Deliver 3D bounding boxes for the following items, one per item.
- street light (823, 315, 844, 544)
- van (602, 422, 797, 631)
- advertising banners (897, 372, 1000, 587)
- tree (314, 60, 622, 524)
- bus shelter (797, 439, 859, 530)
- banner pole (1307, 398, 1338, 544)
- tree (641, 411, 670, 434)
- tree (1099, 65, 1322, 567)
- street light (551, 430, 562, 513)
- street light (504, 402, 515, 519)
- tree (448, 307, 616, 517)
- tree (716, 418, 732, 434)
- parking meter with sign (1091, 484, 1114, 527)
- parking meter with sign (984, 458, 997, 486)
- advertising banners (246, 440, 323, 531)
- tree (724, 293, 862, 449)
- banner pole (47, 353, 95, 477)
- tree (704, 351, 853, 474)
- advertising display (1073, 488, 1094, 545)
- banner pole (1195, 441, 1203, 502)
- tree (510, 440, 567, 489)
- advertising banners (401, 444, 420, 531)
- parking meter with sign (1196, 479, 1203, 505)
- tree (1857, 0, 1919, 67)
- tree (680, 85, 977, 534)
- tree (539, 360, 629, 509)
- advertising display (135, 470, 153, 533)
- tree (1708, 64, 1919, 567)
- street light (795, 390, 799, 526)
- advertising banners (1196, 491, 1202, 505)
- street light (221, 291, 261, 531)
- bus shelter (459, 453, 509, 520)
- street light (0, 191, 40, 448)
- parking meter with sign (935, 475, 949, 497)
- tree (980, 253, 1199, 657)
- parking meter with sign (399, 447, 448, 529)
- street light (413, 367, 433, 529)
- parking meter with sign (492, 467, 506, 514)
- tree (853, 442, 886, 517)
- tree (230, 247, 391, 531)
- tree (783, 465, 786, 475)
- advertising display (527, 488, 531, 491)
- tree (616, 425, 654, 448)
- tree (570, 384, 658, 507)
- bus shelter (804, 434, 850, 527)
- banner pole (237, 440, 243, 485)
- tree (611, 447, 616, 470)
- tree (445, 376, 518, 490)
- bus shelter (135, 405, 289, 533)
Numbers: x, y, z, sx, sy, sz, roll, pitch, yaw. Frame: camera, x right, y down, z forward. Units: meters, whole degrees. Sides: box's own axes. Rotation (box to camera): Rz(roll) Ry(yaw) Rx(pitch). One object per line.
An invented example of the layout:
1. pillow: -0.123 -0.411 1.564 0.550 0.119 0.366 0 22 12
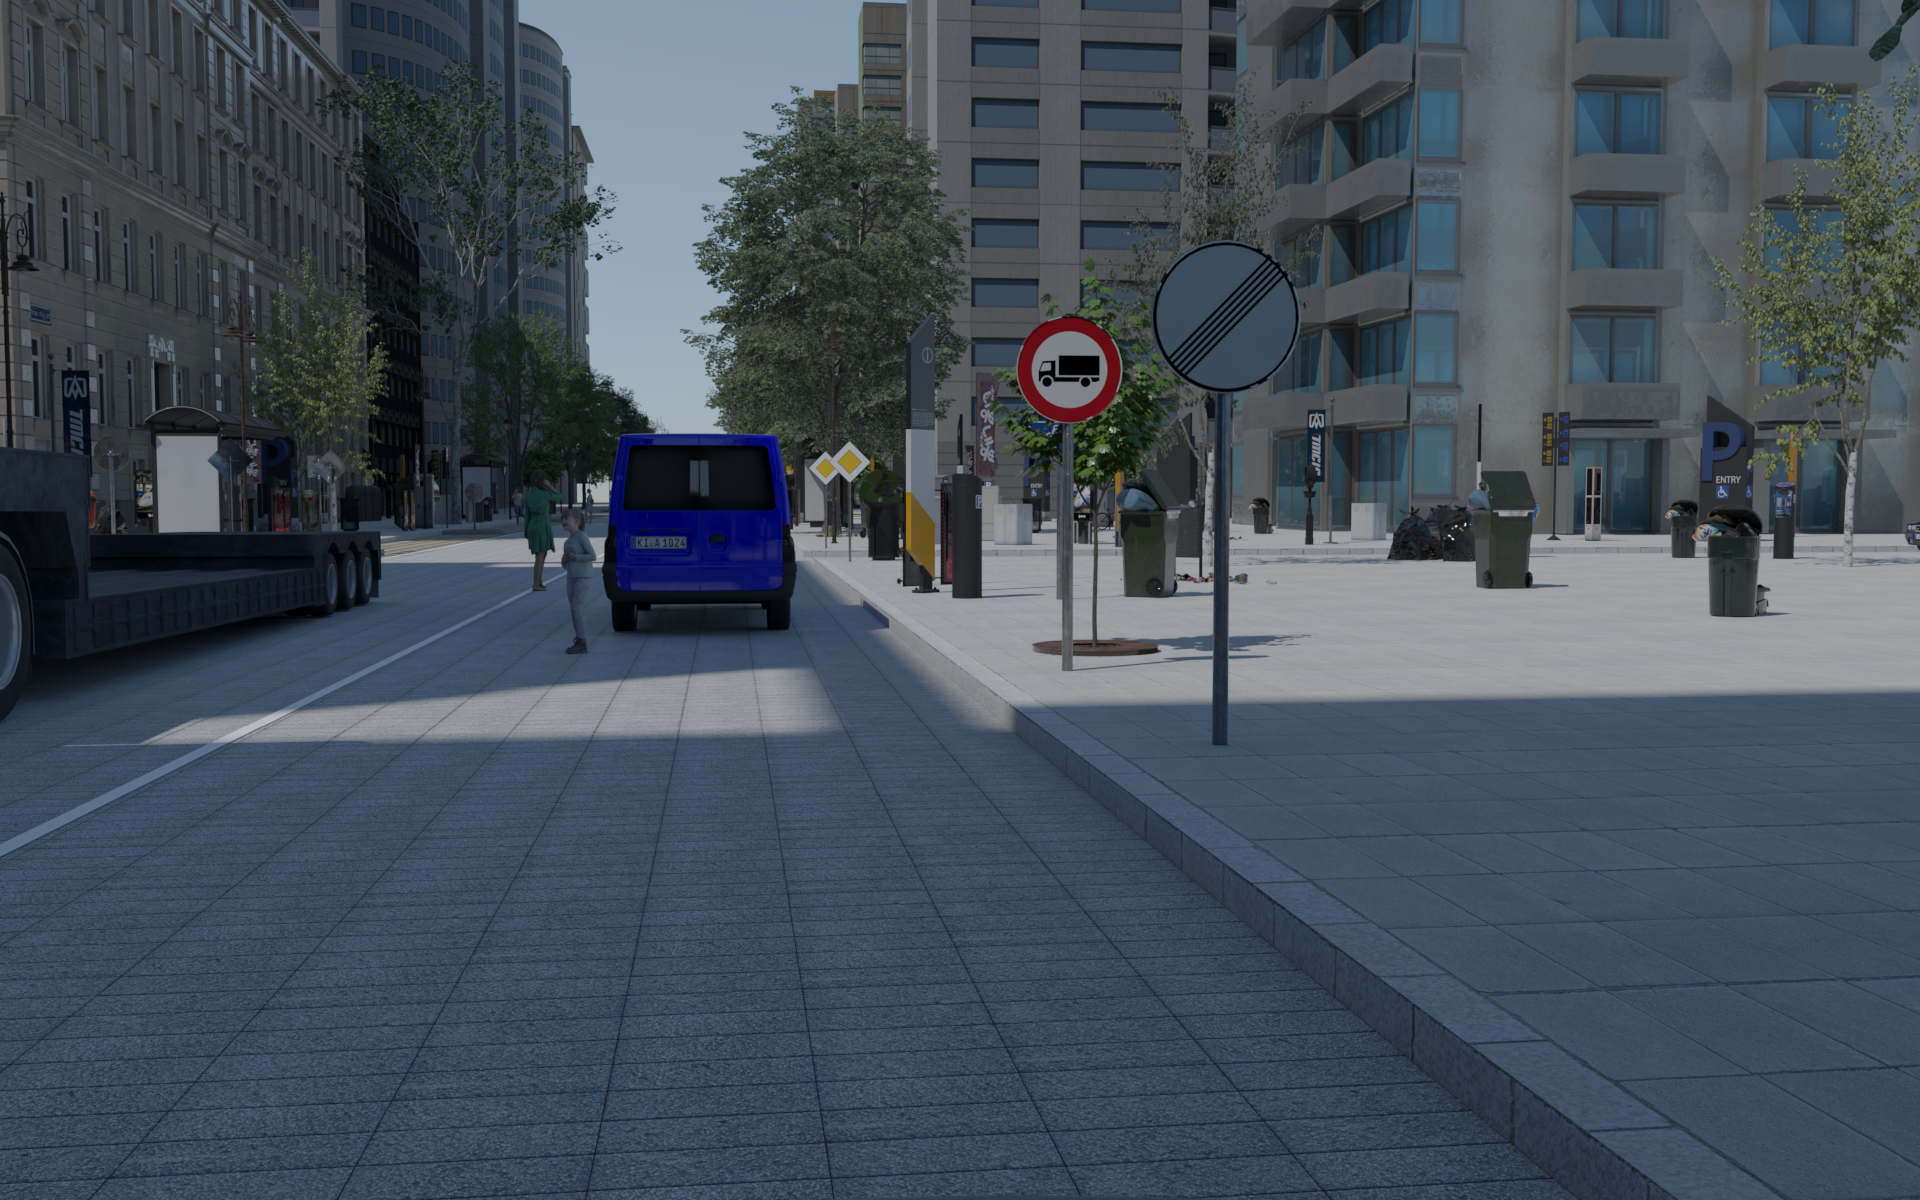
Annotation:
1. street light: -3.268 -4.406 44.819 0.468 5.910 1.993 0 4 -8
2. van: -2.934 -0.944 19.812 2.240 2.365 5.245 0 4 -8
3. advertising banners: -0.119 -1.736 24.566 0.090 3.025 2.074 3 5 44
4. tree: -20.569 -13.343 74.045 12.611 20.169 13.585 0 3 0
5. bus shelter: -4.889 -4.282 63.939 2.014 3.302 5.546 0 4 -8
6. banner pole: 9.424 -3.366 45.054 0.863 3.779 0.401 1 4 14
7. tree: -46.533 -21.160 256.335 12.009 13.543 11.850 0 3 0
8. tree: 4.401 -4.907 30.600 4.360 8.622 3.978 0 3 0
9. street light: -25.866 -8.420 110.451 0.468 5.910 1.993 0 4 -8
10. street light: -22.712 -7.004 87.297 0.468 5.910 1.993 0 4 -8
11. tree: -24.688 -10.472 96.973 9.928 11.665 9.643 0 3 0
12. tree: -20.300 -16.482 179.847 12.009 13.543 11.850 0 3 0
13. parking meter with sign: 5.594 -4.321 66.906 0.543 3.016 1.738 -3 4 -38
14. parking meter with sign: 1.376 -5.261 82.278 0.543 3.016 1.738 1 4 10
15. advertising banners: -18.151 -3.069 46.362 2.074 3.025 0.090 -3 4 -36
16. tree: -7.998 -9.759 85.308 9.928 11.665 9.643 0 3 0
17. banner pole: -15.853 -2.494 30.788 0.863 3.779 0.401 -1 4 -10
18. tree: -10.772 -11.540 105.687 9.611 12.733 9.660 0 3 0
19. advertising display: 3.162 -2.395 44.376 0.123 1.923 0.974 -2 4 -24
20. banner pole: 11.243 -5.651 82.407 0.863 3.779 0.401 0 4 -7
21. tree: -25.494 -7.400 104.709 4.285 4.588 4.351 0 3 0
22. advertising banners: -19.164 -3.934 60.511 0.090 3.025 2.074 0 3 0
23. parking meter with sign: 12.027 -5.626 88.242 1.738 3.016 0.543 0 4 8
24. tree: 3.211 -1.180 3.008 4.285 4.588 4.351 0 3 0
25. tree: -4.046 -9.113 55.649 9.857 13.997 8.962 0 3 0
26. tree: -32.044 -13.998 146.999 7.486 12.596 7.792 0 3 0
27. advertising display: -21.590 -2.524 46.483 0.974 1.923 0.123 -1 4 -13
28. tree: 15.608 -4.896 30.410 4.737 8.622 4.395 0 3 0
29. street light: -6.475 -5.854 68.495 0.468 5.910 1.993 0 4 -8
30. advertising banners: 10.566 -5.004 78.003 0.090 3.025 2.074 2 4 25
31. street light: -16.357 -4.082 39.529 0.468 5.910 1.993 0 4 -8
32. bus shelter: -24.479 -5.804 88.816 2.014 3.302 5.546 0 4 -8
33. street light: -14.638 -3.294 26.640 0.468 5.910 1.993 0 4 -8
34. parking meter with sign: -0.817 -4.483 69.566 1.738 3.016 0.543 3 5 44
35. tree: 0.971 -1.193 14.109 1.663 3.219 1.824 0 3 0
36. parking meter with sign: -19.999 -4.179 64.586 1.738 3.016 0.543 -1 4 -9
37. street light: -19.580 -5.533 63.249 0.468 5.910 1.993 0 4 -8
38. parking meter with sign: -30.236 -7.075 111.936 1.738 3.016 0.543 0 4 5
39. tree: -5.526 -7.051 99.003 4.285 4.588 4.351 0 3 0
40. tree: -18.716 -6.182 51.438 4.737 8.622 4.395 0 3 0
41. tree: -10.275 -6.196 95.910 1.663 3.219 1.824 0 3 0
42. advertising display: -26.729 -6.345 108.957 0.974 1.923 0.123 -3 5 -41
43. tree: -40.077 -16.901 210.750 8.767 10.594 7.601 3 5 40
44. tree: -35.421 -15.931 177.476 9.611 12.733 9.660 0 3 0
45. bus shelter: -5.450 -4.867 70.866 1.731 3.624 6.357 0 4 -8
46. banner pole: -22.935 -3.998 55.387 0.863 3.779 0.401 3 5 40
47. tree: -36.718 -14.592 188.944 4.360 8.622 3.978 0 3 0
48. tree: -30.066 -9.693 108.842 4.737 8.622 4.395 0 3 0
49. bus shelter: -18.121 -2.959 42.305 2.014 3.302 5.546 0 4 -7
